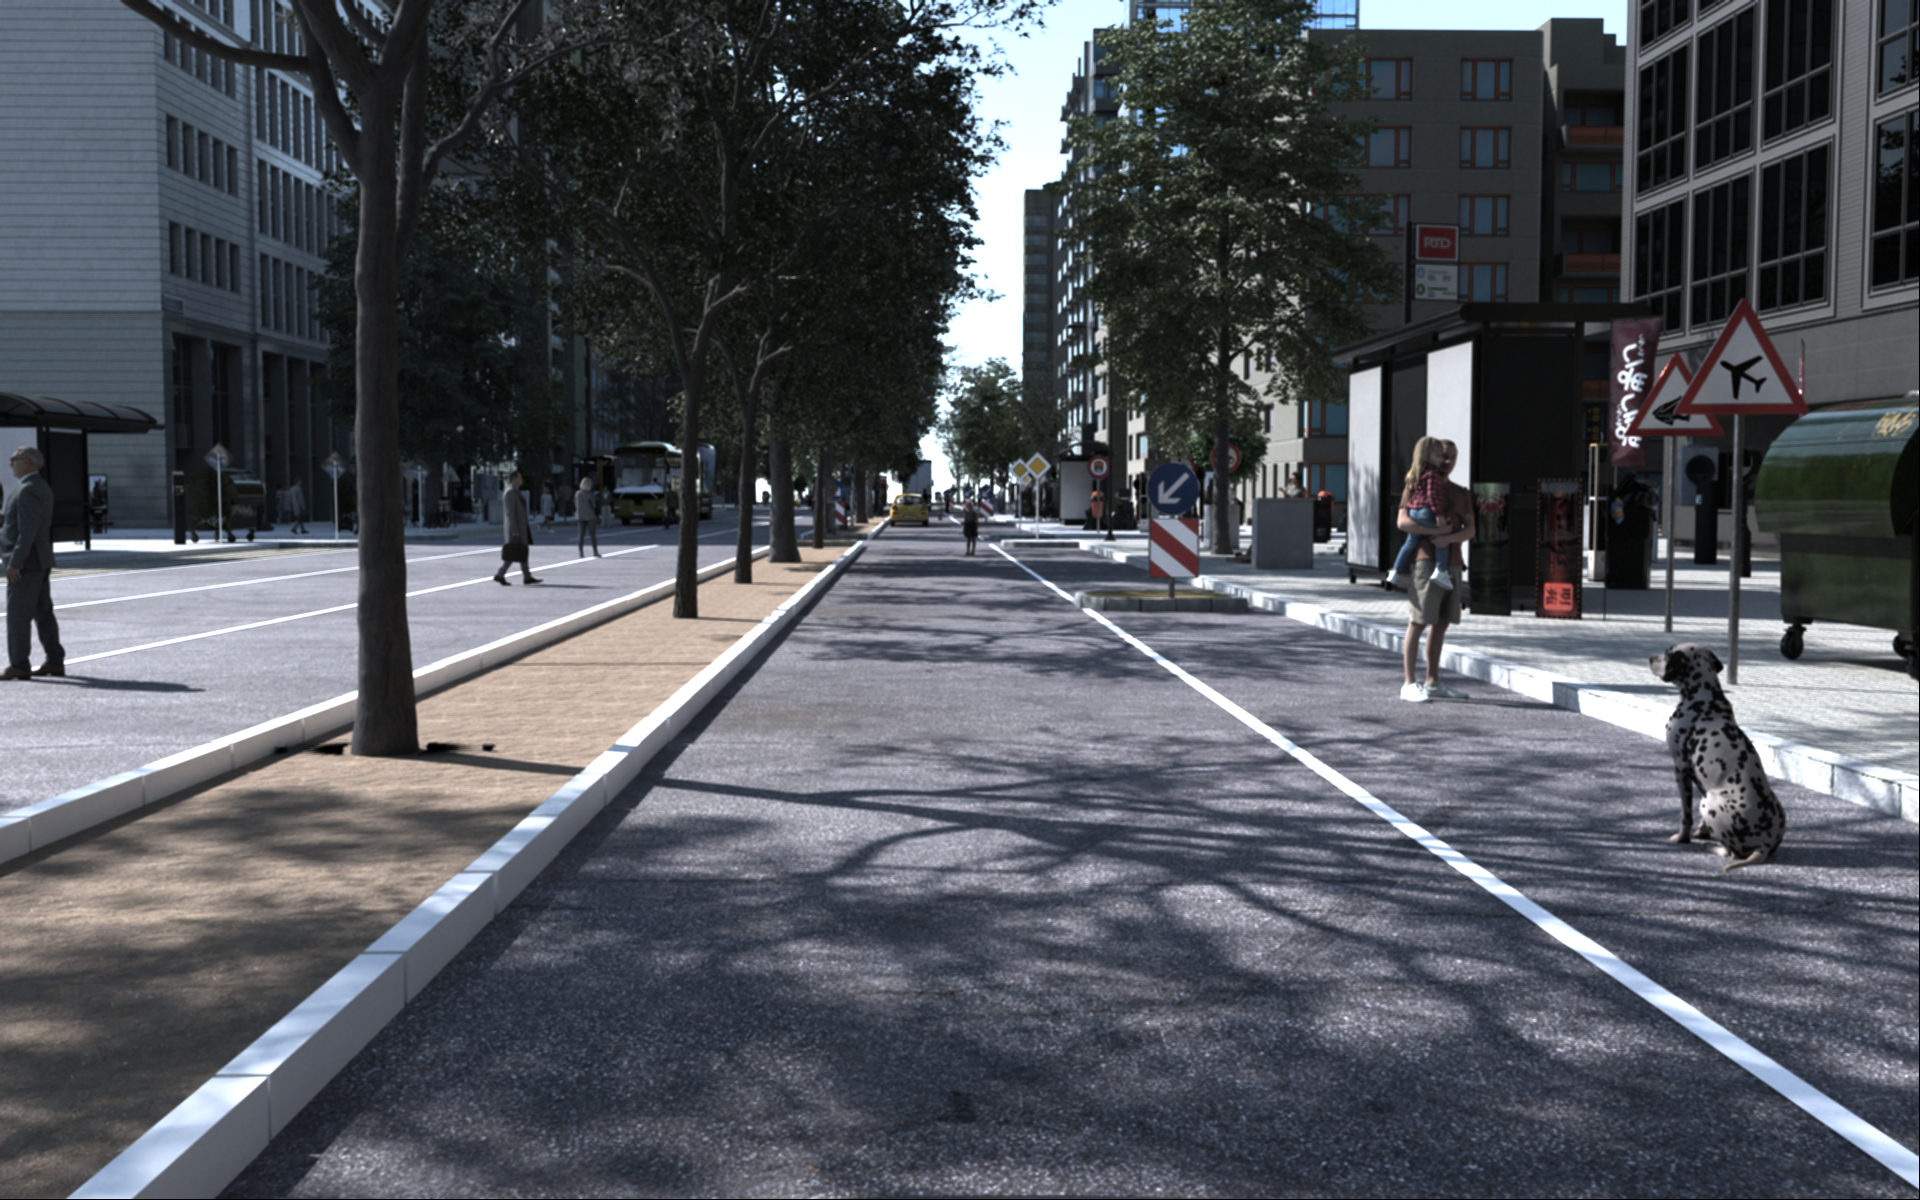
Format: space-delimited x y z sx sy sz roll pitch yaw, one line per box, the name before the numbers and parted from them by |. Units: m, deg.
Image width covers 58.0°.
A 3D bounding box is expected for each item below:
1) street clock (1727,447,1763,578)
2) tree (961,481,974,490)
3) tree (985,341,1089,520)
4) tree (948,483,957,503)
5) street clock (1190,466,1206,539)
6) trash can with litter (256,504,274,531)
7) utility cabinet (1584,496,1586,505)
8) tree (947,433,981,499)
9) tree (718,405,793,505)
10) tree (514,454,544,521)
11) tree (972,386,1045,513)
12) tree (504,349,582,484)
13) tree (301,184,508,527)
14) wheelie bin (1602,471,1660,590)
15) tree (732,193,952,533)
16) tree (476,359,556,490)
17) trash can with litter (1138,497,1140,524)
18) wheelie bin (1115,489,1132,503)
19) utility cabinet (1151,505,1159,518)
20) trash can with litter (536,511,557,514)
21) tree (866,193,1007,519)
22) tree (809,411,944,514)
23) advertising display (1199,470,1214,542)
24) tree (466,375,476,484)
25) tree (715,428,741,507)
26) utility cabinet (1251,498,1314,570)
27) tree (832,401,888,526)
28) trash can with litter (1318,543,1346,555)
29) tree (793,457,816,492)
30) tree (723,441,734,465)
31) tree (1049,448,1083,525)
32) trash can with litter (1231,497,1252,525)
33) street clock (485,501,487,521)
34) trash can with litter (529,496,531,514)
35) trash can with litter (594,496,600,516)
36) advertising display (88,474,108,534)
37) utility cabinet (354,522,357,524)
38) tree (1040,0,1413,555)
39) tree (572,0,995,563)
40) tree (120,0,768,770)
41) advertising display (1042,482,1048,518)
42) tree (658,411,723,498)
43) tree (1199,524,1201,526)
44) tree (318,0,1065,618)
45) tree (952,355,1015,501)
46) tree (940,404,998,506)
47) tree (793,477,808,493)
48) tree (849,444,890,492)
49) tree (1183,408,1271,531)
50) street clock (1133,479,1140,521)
street clock | 12.061 -1.351 26.664 0.358 2.002 0.471 -2 4 -26
tree | 1.121 -13.597 216.911 1.663 3.219 1.824 0 3 0
tree | 4.015 -8.187 84.213 4.360 8.622 3.978 0 3 0
tree | -1.077 -16.405 262.826 1.663 3.219 1.824 0 3 0
street clock | 5.951 -2.403 43.852 0.471 2.002 0.358 2 4 29
trash can with litter | -24.165 -2.953 59.667 0.624 1.170 1.055 1 4 15
utility cabinet | 21.573 -3.051 61.041 1.020 1.237 0.306 -2 4 -28
tree | 0.914 -15.282 200.225 4.360 8.622 3.978 0 3 0
tree | -23.935 -17.452 202.340 9.611 12.733 9.660 0 3 0
tree | -21.110 -5.442 83.576 1.663 3.219 1.824 0 3 0
tree | 3.632 -10.323 119.146 4.737 8.622 4.395 0 3 0
tree | -20.956 -8.387 87.496 4.737 8.622 4.395 0 3 0
tree | -20.735 -9.837 67.491 9.857 13.997 8.962 0 3 0
wheelie bin | 9.113 -0.955 23.530 0.693 1.594 0.980 2 4 26
tree | -4.315 -8.388 57.729 7.486 12.596 7.792 0 3 0
tree | -23.878 -8.796 94.169 4.360 8.622 3.978 0 3 0
trash can with litter | 7.431 -3.818 73.489 2.233 1.210 1.678 0 4 -7
wheelie bin | 9.454 -5.661 100.460 0.980 1.594 0.693 0 4 -4
utility cabinet | 7.100 -3.224 63.876 0.306 1.237 1.020 0 4 -7
trash can with litter | -27.536 -6.352 114.905 1.678 1.210 2.233 2 4 26
tree | -4.006 -14.728 99.142 12.611 20.169 13.585 0 3 0
tree | -6.022 -12.626 125.899 9.611 12.733 9.660 0 3 0
advertising display | 6.744 -2.536 46.683 0.123 1.923 0.974 3 4 37
tree | -27.208 -9.225 101.185 4.360 8.622 3.978 0 3 0
tree | -22.779 -13.196 166.124 4.360 8.622 3.978 0 3 0
utility cabinet | 5.508 -1.127 29.590 1.020 1.237 0.306 -1 4 -12
tree | -4.802 -7.554 76.320 4.737 8.622 4.395 0 3 0
trash can with litter | 8.680 -1.547 36.343 2.233 1.210 1.678 2 4 29
tree | -24.961 -19.761 273.458 4.360 8.622 3.978 0 3 0
tree | -21.447 -11.965 145.983 4.737 8.622 4.395 0 3 0
tree | 4.785 -4.767 72.540 1.663 3.219 1.824 0 3 0
trash can with litter | 11.695 -3.673 71.438 1.055 1.170 0.624 0 4 4
street clock | -22.658 -4.791 82.910 0.358 2.002 0.471 0 4 -6
trash can with litter | -28.280 -6.180 112.435 0.624 1.170 1.055 -2 4 -33
trash can with litter | -21.378 -5.497 101.270 0.624 1.170 1.055 0 4 8
advertising display | -27.983 -3.116 56.154 0.123 1.923 0.974 0 4 7
utility cabinet | -25.839 -3.871 74.451 0.306 1.237 1.020 -2 4 -26
tree | 5.565 -7.202 35.886 7.486 12.596 7.792 0 3 0
tree | -3.659 -7.741 35.674 9.857 13.997 8.962 0 3 0
tree | -3.209 -5.901 9.305 12.009 13.543 11.850 0 3 0
advertising display | 4.465 -5.268 91.344 0.123 1.923 0.974 0 4 -8
tree | -21.539 -11.329 135.595 4.737 8.622 4.395 0 3 0
tree | 9.375 -4.656 70.733 1.663 3.219 1.824 0 3 0
tree | -3.176 -5.041 19.286 8.767 10.594 7.601 0 4 -1
tree | 2.841 -13.646 141.244 7.486 12.596 7.792 0 3 0
tree | 1.517 -16.317 192.537 9.928 11.665 9.643 0 3 0
tree | -25.833 -18.160 280.636 4.285 4.588 4.351 0 3 0
tree | -5.261 -8.445 90.890 4.360 8.622 3.978 0 3 0
tree | 9.156 -4.660 59.902 4.285 4.588 4.351 0 3 0
street clock | 8.625 -4.851 83.877 0.471 2.002 0.358 1 4 18
